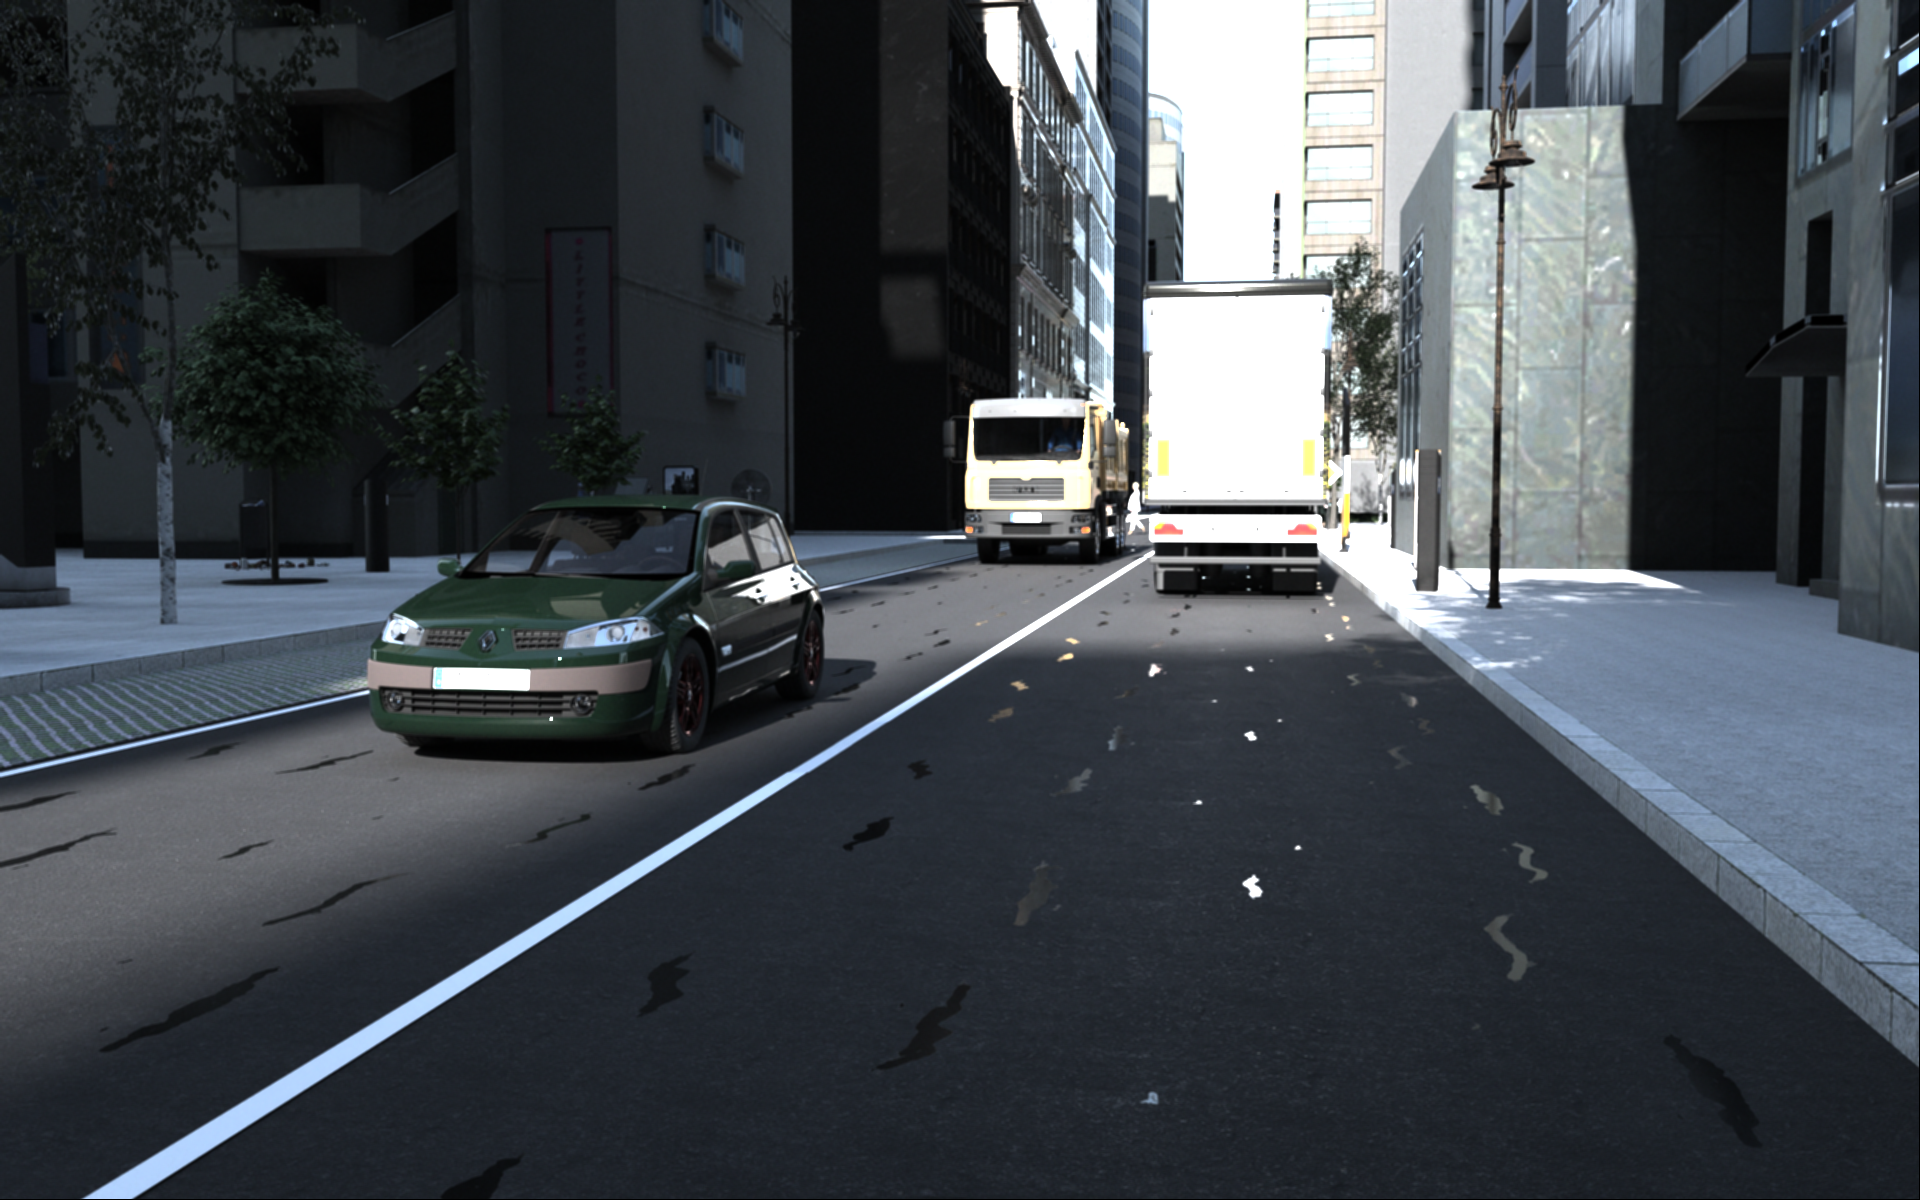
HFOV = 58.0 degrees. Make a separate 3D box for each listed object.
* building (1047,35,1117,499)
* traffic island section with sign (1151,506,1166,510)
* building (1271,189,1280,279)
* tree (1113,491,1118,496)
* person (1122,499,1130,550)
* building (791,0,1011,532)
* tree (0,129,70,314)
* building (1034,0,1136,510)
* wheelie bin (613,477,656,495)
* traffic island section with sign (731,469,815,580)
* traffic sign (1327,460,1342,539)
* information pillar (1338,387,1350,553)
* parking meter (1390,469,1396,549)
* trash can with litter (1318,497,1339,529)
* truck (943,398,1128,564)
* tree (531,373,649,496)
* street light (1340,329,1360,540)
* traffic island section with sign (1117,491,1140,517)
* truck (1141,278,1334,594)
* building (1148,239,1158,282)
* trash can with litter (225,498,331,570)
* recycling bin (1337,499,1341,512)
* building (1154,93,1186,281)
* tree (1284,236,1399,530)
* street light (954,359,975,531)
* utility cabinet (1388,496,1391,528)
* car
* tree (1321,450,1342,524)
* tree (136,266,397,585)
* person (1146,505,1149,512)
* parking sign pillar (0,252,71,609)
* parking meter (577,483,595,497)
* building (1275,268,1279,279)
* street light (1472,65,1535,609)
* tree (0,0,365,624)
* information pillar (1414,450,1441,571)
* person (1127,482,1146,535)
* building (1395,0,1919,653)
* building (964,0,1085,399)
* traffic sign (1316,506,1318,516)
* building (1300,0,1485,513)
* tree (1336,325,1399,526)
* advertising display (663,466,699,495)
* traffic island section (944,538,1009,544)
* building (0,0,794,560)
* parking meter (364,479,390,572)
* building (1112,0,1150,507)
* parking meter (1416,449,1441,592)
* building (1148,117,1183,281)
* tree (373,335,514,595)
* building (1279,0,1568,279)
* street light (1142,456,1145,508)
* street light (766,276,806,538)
[{"bbox_3d":[3.581,-20.586,114.076,11.434,29.767,29.804,1,4,9],"label":"building"},{"bbox_3d":[18.321,-9.072,156.958,1.989,1.847,2.006,1,4,9],"label":"traffic island section with sign"},{"bbox_3d":[54.551,-35.894,241.483,22.147,44.769,28.867,1,4,9],"label":"building"},{"bbox_3d":[11.621,-8.305,130.395,1.663,3.219,1.824,0,3,0],"label":"tree"},{"bbox_3d":[4.157,-1.918,44.134,0.394,1.301,0.425,-1,4,-17],"label":"person"},{"bbox_3d":[-5.203,-14.528,67.217,12.332,23.373,15.834,1,4,9],"label":"building"},{"bbox_3d":[-17.238,-4.771,28.373,4.737,8.622,4.395,0,3,0],"label":"tree"},{"bbox_3d":[4.222,-43.141,143.612,20.563,71.187,20.611,1,4,9],"label":"building"},{"bbox_3d":[-6.117,-1.505,32.508,0.980,1.594,0.693,1,4,17],"label":"wheelie bin"},{"bbox_3d":[-3.311,-1.099,26.589,1.989,1.847,2.006,1,4,9],"label":"traffic island section with sign"},{"bbox_3d":[10.468,-2.790,49.265,0.795,2.450,0.064,1,4,9],"label":"traffic sign"},{"bbox_3d":[8.402,-2.838,37.761,0.183,3.616,0.504,0,4,3],"label":"information pillar"},{"bbox_3d":[10.192,-2.116,40.314,0.255,1.863,0.399,0,4,0],"label":"parking meter"},{"bbox_3d":[13.473,-3.179,63.370,0.624,1.170,1.055,0,4,-7],"label":"trash can with litter"},{"bbox_3d":[2.012,-2.568,37.903,3.469,3.379,9.791,1,4,10],"label":"truck"},{"bbox_3d":[-5.707,-2.024,27.690,1.663,3.219,1.824,0,3,0],"label":"tree"},{"bbox_3d":[10.954,-4.648,48.781,0.468,5.910,1.993,1,4,9],"label":"street light"},{"bbox_3d":[10.187,-6.073,107.929,1.989,1.847,2.006,1,4,9],"label":"traffic island section with sign"},{"bbox_3d":[4.528,-2.404,28.226,2.839,4.237,11.283,1,4,9],"label":"truck"},{"bbox_3d":[14.233,-25.578,189.908,14.160,30.474,14.107,1,4,9],"label":"building"},{"bbox_3d":[-11.900,-1.173,30.231,1.678,1.210,2.233,3,4,38],"label":"trash can with litter"},{"bbox_3d":[17.755,-4.188,81.034,0.722,1.027,0.722,0,4,8],"label":"recycling bin"},{"bbox_3d":[21.536,-43.434,252.143,21.231,58.520,28.212,1,4,9],"label":"building"},{"bbox_3d":[13.748,-7.809,62.084,7.601,10.594,8.767,0,4,-6],"label":"tree"},{"bbox_3d":[0.160,-5.289,59.258,0.468,5.910,1.993,1,4,9],"label":"street light"},{"bbox_3d":[16.962,-3.391,66.610,1.020,1.237,0.306,-1,4,-22],"label":"utility cabinet"},{"bbox_3d":[-2.096,-0.069,10.915,2.009,1.686,4.222,1,4,10],"label":"car"},{"bbox_3d":[15.845,-4.870,74.232,1.663,3.219,1.824,0,3,0],"label":"tree"},{"bbox_3d":[-9.833,-2.521,24.925,4.285,4.588,4.351,0,3,0],"label":"tree"},{"bbox_3d":[14.650,-7.754,136.066,0.721,1.735,1.217,0,4,5],"label":"person"},{"bbox_3d":[-11.059,-1.918,19.837,1.447,3.967,1.447,1,4,21],"label":"parking sign pillar"},{"bbox_3d":[-7.081,-1.501,32.947,0.372,1.533,0.369,0,3,0],"label":"parking meter"},{"bbox_3d":[47.068,-27.471,220.844,14.160,30.474,14.107,1,4,9],"label":"building"},{"bbox_3d":[5.999,-2.843,19.279,0.468,5.910,1.993,1,4,9],"label":"street light"},{"bbox_3d":[-8.069,-4.066,16.849,4.360,8.622,3.978,0,3,0],"label":"tree"},{"bbox_3d":[7.827,-1.500,29.013,0.304,2.012,0.304,3,5,41],"label":"information pillar"},{"bbox_3d":[6.238,-3.222,61.065,0.818,1.842,0.514,-1,4,-17],"label":"person"},{"bbox_3d":[18.502,-43.272,20.177,22.319,86.520,31.000,1,4,9],"label":"building"},{"bbox_3d":[-1.105,-17.730,87.148,12.463,27.353,25.104,1,4,9],"label":"building"},{"bbox_3d":[11.775,-3.272,57.143,0.795,2.450,0.064,1,4,9],"label":"traffic sign"},{"bbox_3d":[24.303,-24.674,87.019,14.154,41.232,14.086,1,4,9],"label":"building"},{"bbox_3d":[17.025,-7.296,69.656,4.360,8.622,3.978,0,3,0],"label":"tree"},{"bbox_3d":[-6.374,-2.102,39.576,0.974,1.923,0.123,2,4,33],"label":"advertising display"},{"bbox_3d":[0.735,-1.754,50.956,2.009,0.180,2.903,1,4,9],"label":"traffic island section"},{"bbox_3d":[-17.238,-25.672,43.442,21.600,48.544,21.300,1,4,9],"label":"building"},{"bbox_3d":[-9.618,-1.232,28.561,0.372,1.533,0.369,0,3,0],"label":"parking meter"},{"bbox_3d":[6.971,-38.302,168.242,21.231,58.520,28.212,1,4,9],"label":"building"},{"bbox_3d":[6.179,-1.047,22.831,0.255,1.863,0.399,1,4,23],"label":"parking meter"},{"bbox_3d":[18.000,-36.950,227.834,21.300,48.544,21.600,1,4,9],"label":"building"},{"bbox_3d":[-6.305,-1.629,21.228,1.663,3.219,1.824,0,3,0],"label":"tree"},{"bbox_3d":[31.945,-35.029,114.719,21.231,58.520,28.212,1,4,9],"label":"building"},{"bbox_3d":[17.531,-11.758,165.033,0.468,5.910,1.993,1,4,9],"label":"street light"},{"bbox_3d":[-3.685,-3.916,36.808,0.468,5.910,1.993,1,4,9],"label":"street light"}]
